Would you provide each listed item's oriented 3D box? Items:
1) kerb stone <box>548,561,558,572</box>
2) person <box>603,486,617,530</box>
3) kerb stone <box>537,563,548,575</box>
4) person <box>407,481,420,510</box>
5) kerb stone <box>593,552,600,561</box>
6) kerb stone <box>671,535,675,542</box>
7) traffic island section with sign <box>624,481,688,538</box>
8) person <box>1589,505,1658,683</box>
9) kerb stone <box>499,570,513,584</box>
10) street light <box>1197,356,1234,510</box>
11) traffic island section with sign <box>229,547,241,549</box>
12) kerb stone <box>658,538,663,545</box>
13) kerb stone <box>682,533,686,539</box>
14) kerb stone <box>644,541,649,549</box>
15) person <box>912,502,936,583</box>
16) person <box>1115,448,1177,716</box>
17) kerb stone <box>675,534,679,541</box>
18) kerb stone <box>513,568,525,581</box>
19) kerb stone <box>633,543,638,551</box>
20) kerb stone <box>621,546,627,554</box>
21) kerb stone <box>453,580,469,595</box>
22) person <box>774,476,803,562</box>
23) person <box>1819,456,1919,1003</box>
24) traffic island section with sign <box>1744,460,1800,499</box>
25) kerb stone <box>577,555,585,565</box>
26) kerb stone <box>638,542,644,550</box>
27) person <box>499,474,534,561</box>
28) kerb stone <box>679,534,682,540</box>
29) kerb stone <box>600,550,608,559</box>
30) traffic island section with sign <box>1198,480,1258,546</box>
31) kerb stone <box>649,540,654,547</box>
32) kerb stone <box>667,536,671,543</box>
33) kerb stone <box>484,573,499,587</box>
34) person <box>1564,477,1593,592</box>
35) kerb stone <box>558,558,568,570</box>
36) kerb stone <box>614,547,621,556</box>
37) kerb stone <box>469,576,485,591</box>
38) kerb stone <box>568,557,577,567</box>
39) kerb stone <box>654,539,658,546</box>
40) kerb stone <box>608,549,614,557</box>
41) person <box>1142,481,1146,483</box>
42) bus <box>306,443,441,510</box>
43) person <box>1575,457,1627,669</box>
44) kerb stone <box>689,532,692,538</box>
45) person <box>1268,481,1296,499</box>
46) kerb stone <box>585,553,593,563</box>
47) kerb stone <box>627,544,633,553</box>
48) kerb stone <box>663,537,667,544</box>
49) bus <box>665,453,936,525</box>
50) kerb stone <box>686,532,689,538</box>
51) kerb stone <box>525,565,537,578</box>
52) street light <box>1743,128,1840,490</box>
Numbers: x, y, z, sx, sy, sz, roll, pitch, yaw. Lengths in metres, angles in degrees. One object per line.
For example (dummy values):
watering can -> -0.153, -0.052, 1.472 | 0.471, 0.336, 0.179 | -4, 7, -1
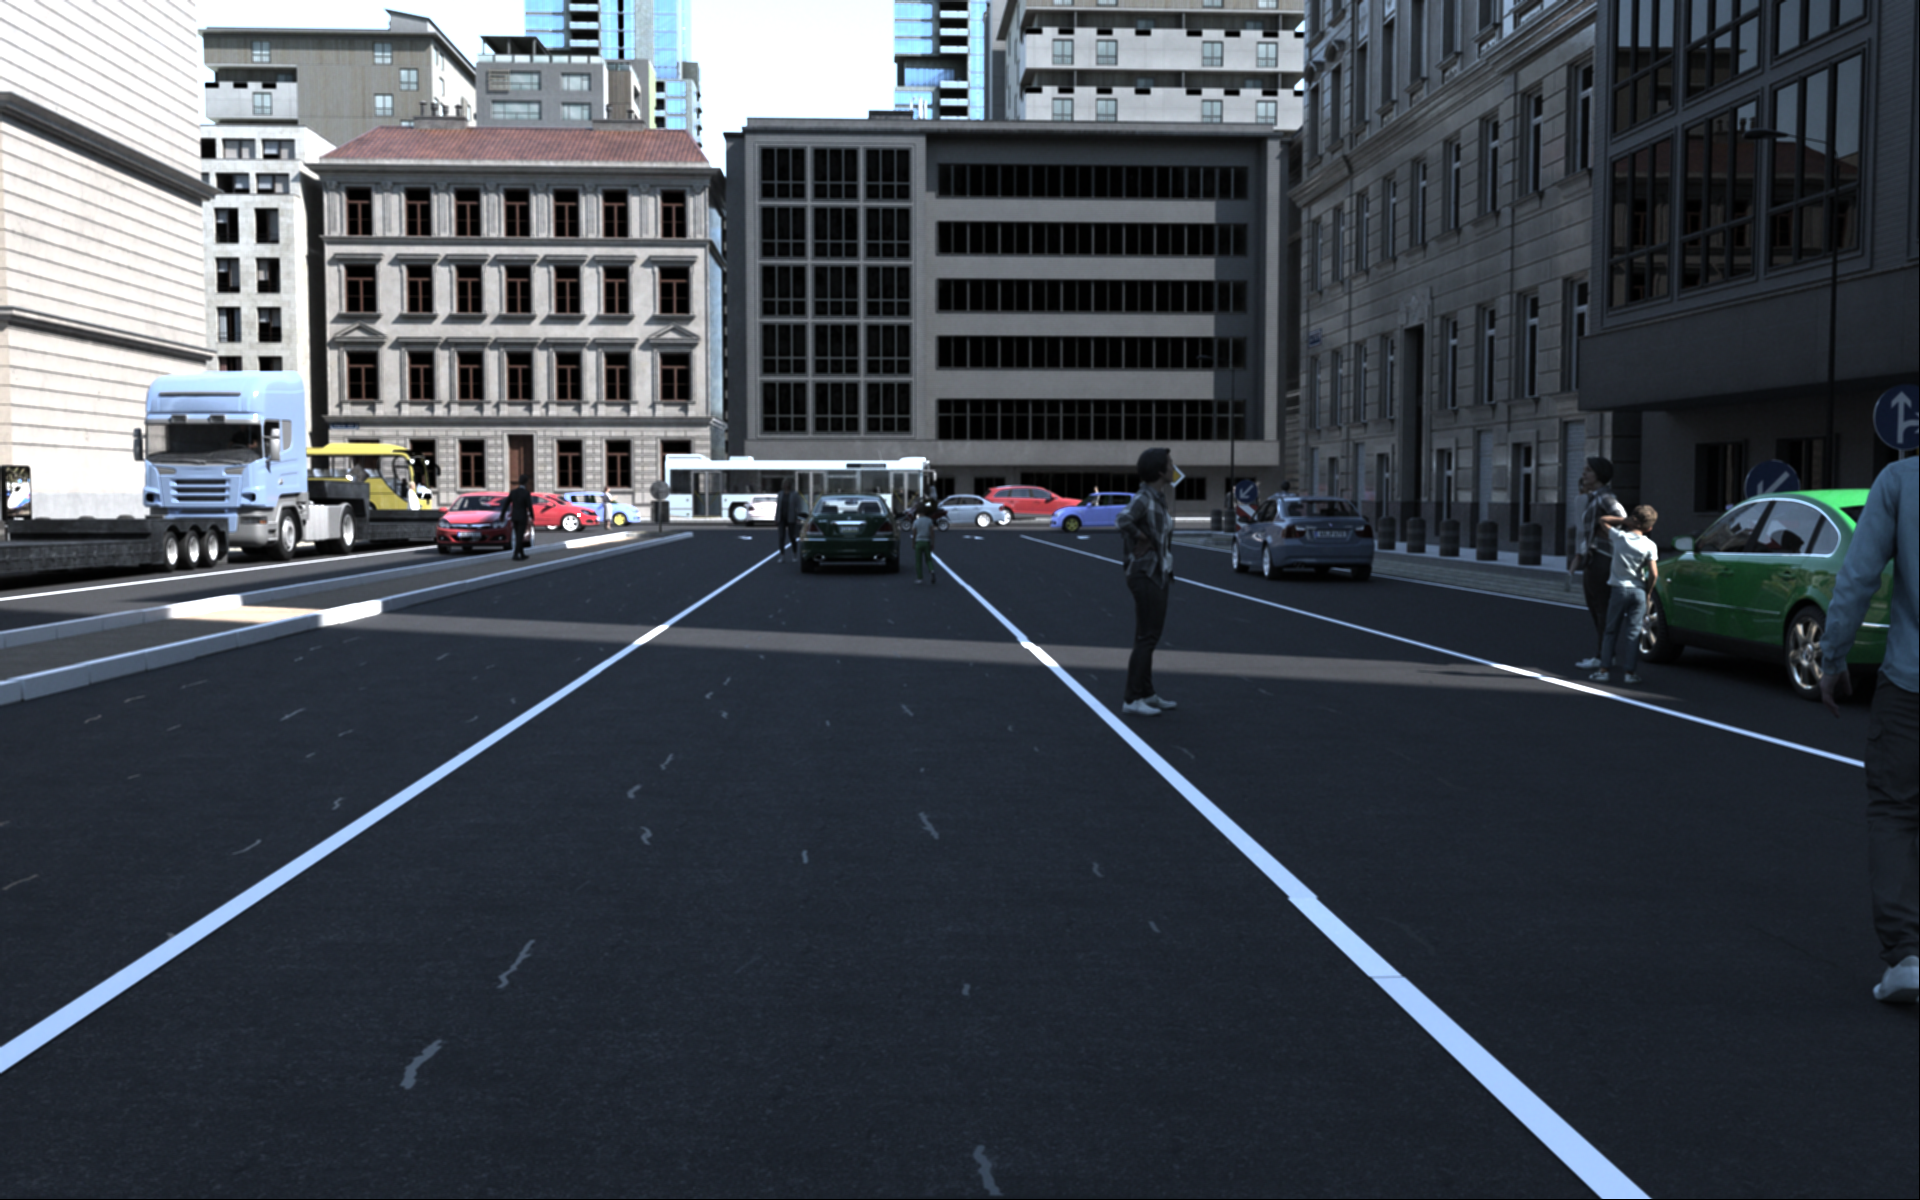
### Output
kerb stone -> -7.637, -0.602, 32.043 | 0.120, 0.150, 1.000 | 0, 4, -3
person -> -14.109, -3.708, 69.688 | 0.480, 1.755, 0.524 | 3, 5, 40
kerb stone -> -7.585, -0.540, 31.018 | 0.120, 0.150, 1.000 | 0, 4, -3
person -> -17.640, -2.889, 55.617 | 0.514, 1.842, 0.818 | 3, 5, 44
kerb stone -> -7.912, -0.916, 37.179 | 0.120, 0.150, 1.000 | 0, 4, -3
kerb stone -> -8.692, -1.795, 51.601 | 0.120, 0.150, 1.000 | 0, 4, -3
traffic island section with sign -> -10.064, -3.030, 57.681 | 2.006, 1.907, 1.989 | 0, 4, -3
person -> 5.062, -0.049, 13.207 | 0.435, 1.345, 0.340 | 1, 4, 11
kerb stone -> -7.414, -0.351, 27.936 | 0.120, 0.150, 1.000 | 0, 4, -3
street light -> 8.641, -5.246, 58.316 | 1.470, 5.913, 1.316 | 0, 4, -3
traffic island section with sign -> -18.887, -2.295, 46.159 | 1.989, 1.847, 2.006 | 0, 4, -3
kerb stone -> -8.521, -1.610, 48.517 | 0.120, 0.150, 1.000 | 0, 4, -3
kerb stone -> -8.857, -1.987, 54.691 | 0.120, 0.150, 1.000 | 0, 4, -3
kerb stone -> -8.353, -1.420, 45.420 | 0.120, 0.150, 1.000 | 0, 4, -3
person -> -0.570, -0.912, 27.664 | 0.306, 1.304, 0.590 | -2, 4, -26
person -> 1.231, -0.136, 11.441 | 0.376, 1.734, 0.841 | 1, 4, 18
kerb stone -> -8.743, -1.862, 52.633 | 0.120, 0.150, 1.000 | 0, 4, -3
kerb stone -> -7.472, -0.413, 28.964 | 0.120, 0.150, 1.000 | 0, 4, -3
kerb stone -> -8.245, -1.294, 43.354 | 0.120, 0.150, 1.000 | 0, 4, -3
kerb stone -> -8.129, -1.168, 41.298 | 0.120, 0.150, 1.000 | 0, 4, -3
kerb stone -> -7.258, -0.163, 24.856 | 0.120, 0.150, 1.000 | 0, 4, -3
person -> -3.552, -1.700, 36.485 | 0.709, 1.800, 0.728 | 1, 4, 15
person -> 2.811, 0.221, 4.913 | 0.660, 1.820, 0.620 | 1, 4, 21
traffic island section with sign -> 9.246, -0.744, 20.801 | 1.989, 1.847, 2.006 | 0, 4, -3
kerb stone -> -7.803, -0.787, 35.129 | 0.120, 0.150, 1.000 | 0, 4, -3
kerb stone -> -8.299, -1.357, 44.379 | 0.120, 0.150, 1.000 | 0, 4, -3
person -> -9.400, -1.765, 37.131 | 0.659, 1.850, 0.755 | 1, 4, 22
kerb stone -> -8.796, -1.925, 53.662 | 0.120, 0.150, 1.000 | 0, 4, -3
kerb stone -> -7.968, -0.973, 38.213 | 0.120, 0.150, 1.000 | 0, 4, -3
traffic island section with sign -> 7.750, -2.440, 48.529 | 1.989, 1.847, 2.006 | 0, 4, -3
kerb stone -> -8.407, -1.483, 46.448 | 0.120, 0.150, 1.000 | 0, 4, -3
kerb stone -> -8.635, -1.729, 50.577 | 0.120, 0.150, 1.000 | 0, 4, -3
kerb stone -> -7.362, -0.286, 26.906 | 0.120, 0.150, 1.000 | 0, 4, -3
person -> 9.047, -0.965, 25.033 | 0.760, 1.731, 0.466 | -3, 5, -43
kerb stone -> -7.690, -0.665, 33.068 | 0.120, 0.150, 1.000 | 0, 4, -3
kerb stone -> -8.081, -1.106, 40.273 | 0.120, 0.150, 1.000 | 0, 4, -3
kerb stone -> -7.305, -0.220, 25.882 | 0.120, 0.150, 1.000 | 0, 4, -3
kerb stone -> -7.743, -0.726, 34.100 | 0.120, 0.150, 1.000 | 0, 4, -3
kerb stone -> -8.463, -1.547, 47.484 | 0.120, 0.150, 1.000 | 0, 4, -3
kerb stone -> -8.022, -1.043, 39.245 | 0.120, 0.150, 1.000 | 0, 4, -3
person -> 4.979, -2.315, 46.574 | 0.641, 1.798, 0.478 | -3, 5, -39
bus -> -31.824, -5.673, 84.293 | 12.252, 3.916, 2.896 | 0, 4, -1
person -> 5.283, -0.306, 14.234 | 0.376, 1.734, 0.841 | 1, 4, 23
kerb stone -> -8.961, -2.109, 56.747 | 0.120, 0.150, 1.000 | 0, 4, -3
person -> 7.526, -1.891, 40.147 | 0.841, 1.734, 0.376 | 2, 4, 32
kerb stone -> -7.853, -0.854, 36.154 | 0.120, 0.150, 1.000 | 0, 4, -3
kerb stone -> -8.185, -1.231, 42.323 | 0.120, 0.150, 1.000 | 0, 4, -3
kerb stone -> -8.579, -1.673, 49.548 | 0.120, 0.150, 1.000 | 0, 4, -3
bus -> -7.061, -5.301, 81.534 | 13.247, 3.499, 2.948 | 0, 4, -2
kerb stone -> -8.914, -2.050, 55.719 | 0.120, 0.150, 1.000 | 0, 4, -3
kerb stone -> -7.526, -0.477, 29.993 | 0.120, 0.150, 1.000 | 0, 4, -3
street light -> 10.649, -3.038, 22.212 | 1.470, 5.913, 1.316 | 0, 4, -3
